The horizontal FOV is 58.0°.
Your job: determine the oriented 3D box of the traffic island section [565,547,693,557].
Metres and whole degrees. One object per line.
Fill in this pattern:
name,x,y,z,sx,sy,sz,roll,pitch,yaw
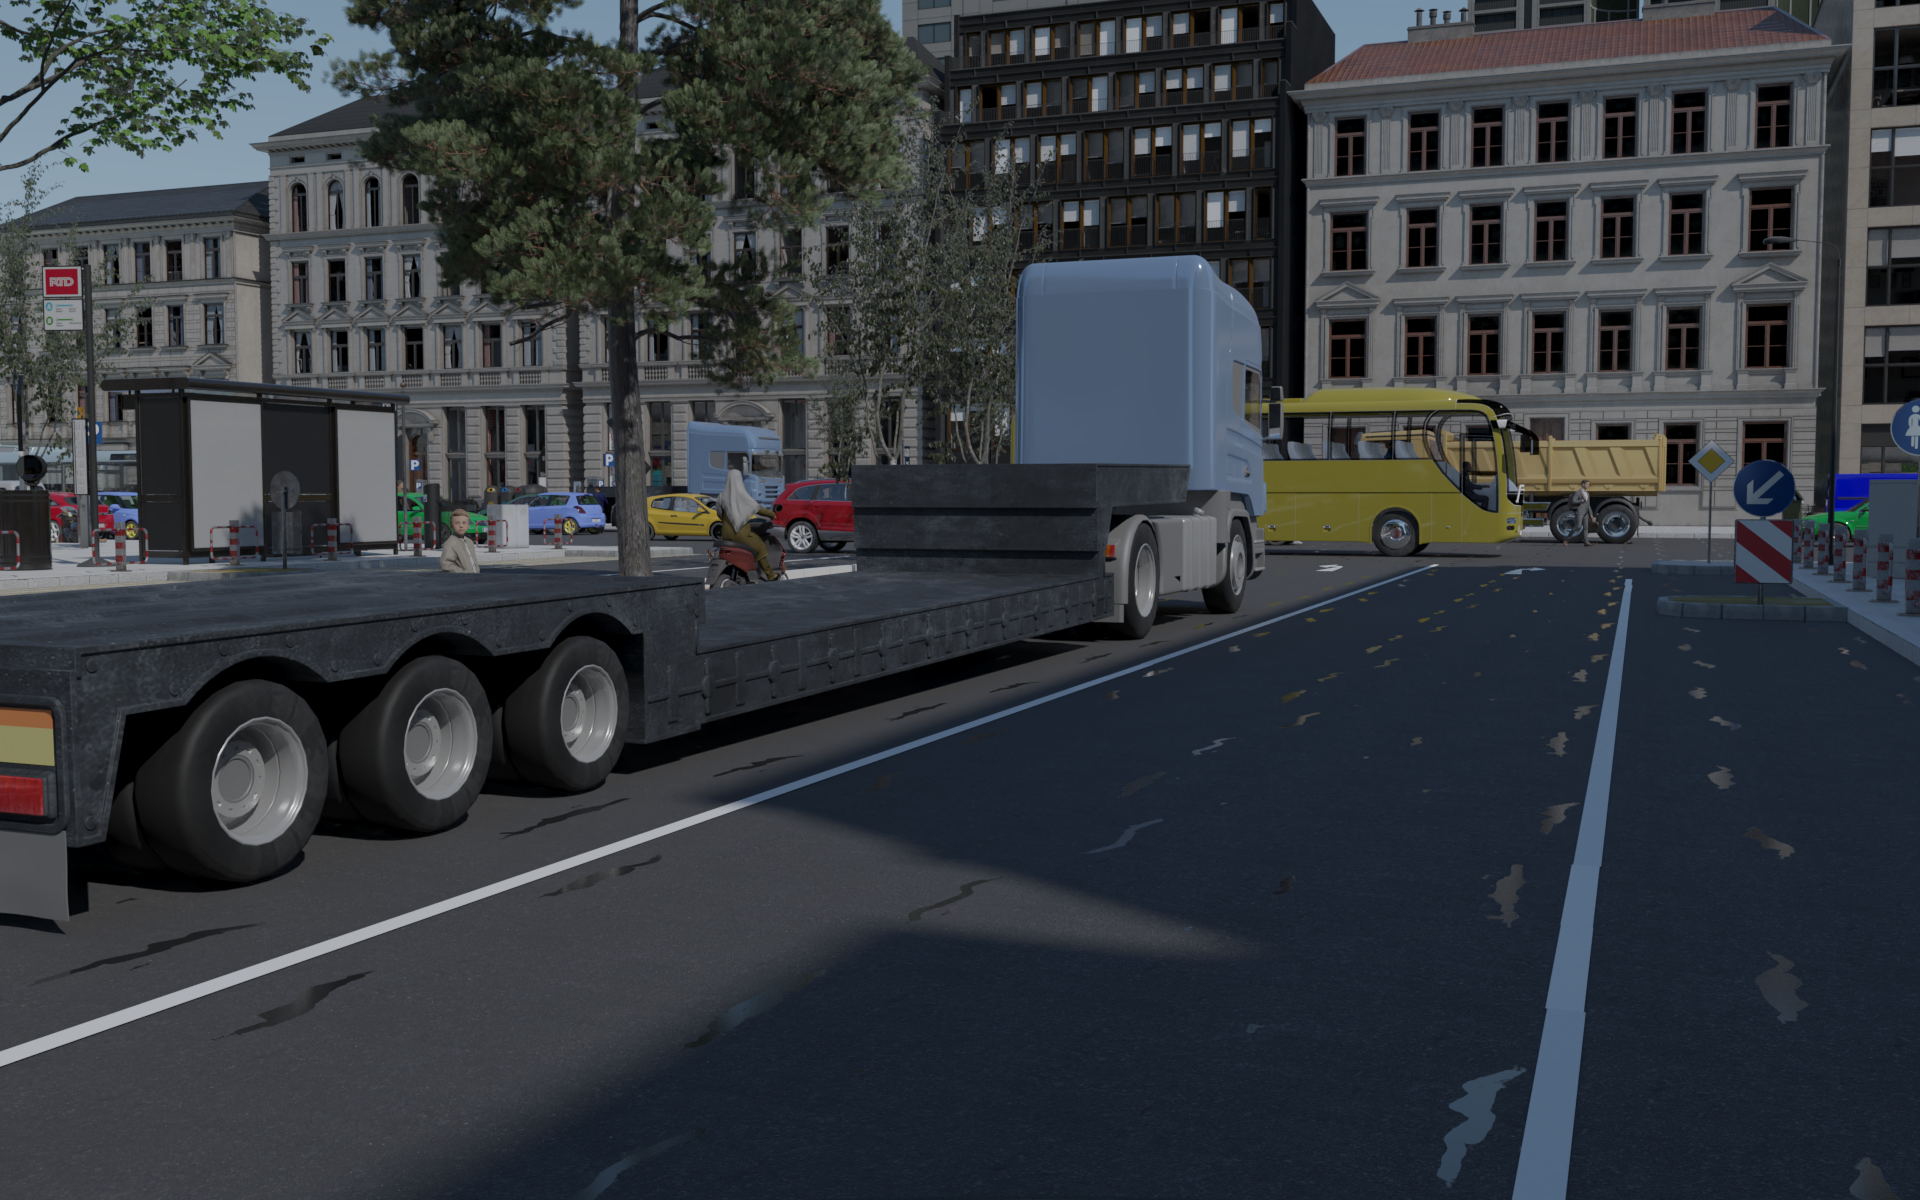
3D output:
traffic island section,-7.569,-1.112,40.461,2.009,0.180,2.903,1,4,21

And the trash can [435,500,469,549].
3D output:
trash can,-11.424,-1.673,39.008,0.748,1.137,0.748,0,3,0

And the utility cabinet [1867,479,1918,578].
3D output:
utility cabinet,14.391,-1.068,26.148,0.318,1.500,1.173,-3,5,-41

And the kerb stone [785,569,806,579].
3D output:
kerb stone,-2.890,-0.411,28.911,0.120,0.150,1.000,1,4,21

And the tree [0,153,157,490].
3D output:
tree,-19.850,-5.308,37.153,4.360,8.622,3.978,0,3,0

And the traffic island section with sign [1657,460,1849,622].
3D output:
traffic island section with sign,9.426,-0.738,20.688,1.989,1.847,2.006,1,4,21

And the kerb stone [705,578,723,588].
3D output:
kerb stone,-3.644,-0.291,27.003,0.120,0.150,1.000,1,4,21

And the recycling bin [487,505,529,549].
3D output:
recycling bin,-10.693,-1.738,40.976,0.722,1.027,0.722,3,5,43

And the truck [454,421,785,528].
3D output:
truck,-14.993,-4.722,66.966,18.799,4.110,2.967,1,4,21

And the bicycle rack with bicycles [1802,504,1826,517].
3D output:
bicycle rack with bicycles,30.595,-2.923,61.177,2.925,0.926,2.852,0,4,-2

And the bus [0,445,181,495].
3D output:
bus,-31.279,-4.188,63.341,13.247,3.499,2.948,1,4,23

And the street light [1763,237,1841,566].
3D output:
street light,15.177,-3.591,31.247,1.470,5.913,1.316,1,4,21

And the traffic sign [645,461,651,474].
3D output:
traffic sign,-7.544,-2.248,40.390,0.795,2.450,0.064,1,4,21

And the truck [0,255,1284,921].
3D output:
truck,-0.443,-1.517,14.557,2.967,4.110,18.799,1,4,22

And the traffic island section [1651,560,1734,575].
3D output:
traffic island section,13.875,-0.597,32.046,2.009,0.180,2.903,1,4,21

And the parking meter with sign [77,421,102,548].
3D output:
parking meter with sign,-21.241,-2.809,42.187,0.543,3.016,1.738,-2,4,-31

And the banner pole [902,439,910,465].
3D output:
banner pole,-2.483,-5.450,79.120,0.401,3.779,0.863,2,4,28

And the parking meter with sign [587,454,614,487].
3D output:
parking meter with sign,-15.797,-4.825,75.147,1.738,3.016,0.543,3,4,36

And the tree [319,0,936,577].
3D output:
tree,-4.404,-6.909,22.843,7.806,13.903,7.818,0,3,0

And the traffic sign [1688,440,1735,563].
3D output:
traffic sign,13.850,-1.733,31.978,0.795,2.450,0.064,1,4,21

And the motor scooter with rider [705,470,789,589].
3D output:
motor scooter with rider,-2.624,-0.778,21.683,0.876,1.779,1.986,1,4,22

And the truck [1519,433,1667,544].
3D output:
truck,15.866,-3.429,51.991,9.791,3.379,3.469,1,4,21

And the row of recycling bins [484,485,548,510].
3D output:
row of recycling bins,-21.034,-4.581,82.016,3.534,1.692,1.069,2,4,24

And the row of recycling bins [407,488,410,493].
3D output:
row of recycling bins,-26.800,-4.502,80.716,3.534,1.692,1.069,3,5,41

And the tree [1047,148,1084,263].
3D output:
tree,0.429,-4.997,34.515,4.360,8.622,3.978,0,3,0

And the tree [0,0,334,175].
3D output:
tree,-8.171,-5.134,12.156,9.928,11.665,9.643,0,3,0

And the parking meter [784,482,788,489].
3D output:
parking meter,-7.781,-4.332,76.533,0.399,1.863,0.255,0,4,1

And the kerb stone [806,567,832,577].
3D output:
kerb stone,-2.516,-0.470,29.877,0.120,0.150,1.000,1,4,21

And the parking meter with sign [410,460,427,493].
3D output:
parking meter with sign,-27.530,-5.646,88.568,0.543,3.016,1.738,0,4,3

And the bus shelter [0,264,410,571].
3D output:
bus shelter,-14.152,-3.368,32.697,2.179,5.291,8.768,1,4,21

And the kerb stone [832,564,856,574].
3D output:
kerb stone,-2.143,-0.528,30.833,0.120,0.150,1.000,1,4,21

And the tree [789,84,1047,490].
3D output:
tree,-1.121,-4.734,30.222,4.360,8.622,3.978,0,3,0

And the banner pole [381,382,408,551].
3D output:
banner pole,-12.577,-2.974,38.636,0.401,3.779,0.863,2,4,31

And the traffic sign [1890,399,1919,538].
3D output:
traffic sign,12.815,-1.406,23.093,0.768,2.556,0.104,2,4,30

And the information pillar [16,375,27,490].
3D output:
information pillar,-18.308,-2.598,33.825,0.183,3.616,0.504,-1,4,-23

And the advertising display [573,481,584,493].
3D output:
advertising display,-18.543,-4.829,84.174,0.123,1.923,0.974,-3,4,-36

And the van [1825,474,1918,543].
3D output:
van,28.511,-2.868,51.275,5.245,2.365,2.240,1,4,21

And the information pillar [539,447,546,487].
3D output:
information pillar,-20.833,-5.815,86.424,0.183,3.616,0.504,1,4,20

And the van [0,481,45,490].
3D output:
van,-30.912,-2.931,54.927,4.112,2.044,2.013,1,4,20

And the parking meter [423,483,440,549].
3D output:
parking meter,-12.283,-1.950,40.294,0.372,1.533,0.369,0,3,0

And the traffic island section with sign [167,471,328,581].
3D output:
traffic island section with sign,-11.740,-1.243,28.950,1.989,1.847,2.006,1,4,21

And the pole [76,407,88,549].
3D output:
pole,-20.660,-2.869,40.754,0.158,3.312,0.155,0,3,0

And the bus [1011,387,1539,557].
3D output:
bus,7.346,-3.059,41.559,12.252,3.916,2.896,1,4,22

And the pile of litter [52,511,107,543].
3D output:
pile of litter,-23.335,-1.943,45.729,1.719,0.858,1.176,2,4,33
